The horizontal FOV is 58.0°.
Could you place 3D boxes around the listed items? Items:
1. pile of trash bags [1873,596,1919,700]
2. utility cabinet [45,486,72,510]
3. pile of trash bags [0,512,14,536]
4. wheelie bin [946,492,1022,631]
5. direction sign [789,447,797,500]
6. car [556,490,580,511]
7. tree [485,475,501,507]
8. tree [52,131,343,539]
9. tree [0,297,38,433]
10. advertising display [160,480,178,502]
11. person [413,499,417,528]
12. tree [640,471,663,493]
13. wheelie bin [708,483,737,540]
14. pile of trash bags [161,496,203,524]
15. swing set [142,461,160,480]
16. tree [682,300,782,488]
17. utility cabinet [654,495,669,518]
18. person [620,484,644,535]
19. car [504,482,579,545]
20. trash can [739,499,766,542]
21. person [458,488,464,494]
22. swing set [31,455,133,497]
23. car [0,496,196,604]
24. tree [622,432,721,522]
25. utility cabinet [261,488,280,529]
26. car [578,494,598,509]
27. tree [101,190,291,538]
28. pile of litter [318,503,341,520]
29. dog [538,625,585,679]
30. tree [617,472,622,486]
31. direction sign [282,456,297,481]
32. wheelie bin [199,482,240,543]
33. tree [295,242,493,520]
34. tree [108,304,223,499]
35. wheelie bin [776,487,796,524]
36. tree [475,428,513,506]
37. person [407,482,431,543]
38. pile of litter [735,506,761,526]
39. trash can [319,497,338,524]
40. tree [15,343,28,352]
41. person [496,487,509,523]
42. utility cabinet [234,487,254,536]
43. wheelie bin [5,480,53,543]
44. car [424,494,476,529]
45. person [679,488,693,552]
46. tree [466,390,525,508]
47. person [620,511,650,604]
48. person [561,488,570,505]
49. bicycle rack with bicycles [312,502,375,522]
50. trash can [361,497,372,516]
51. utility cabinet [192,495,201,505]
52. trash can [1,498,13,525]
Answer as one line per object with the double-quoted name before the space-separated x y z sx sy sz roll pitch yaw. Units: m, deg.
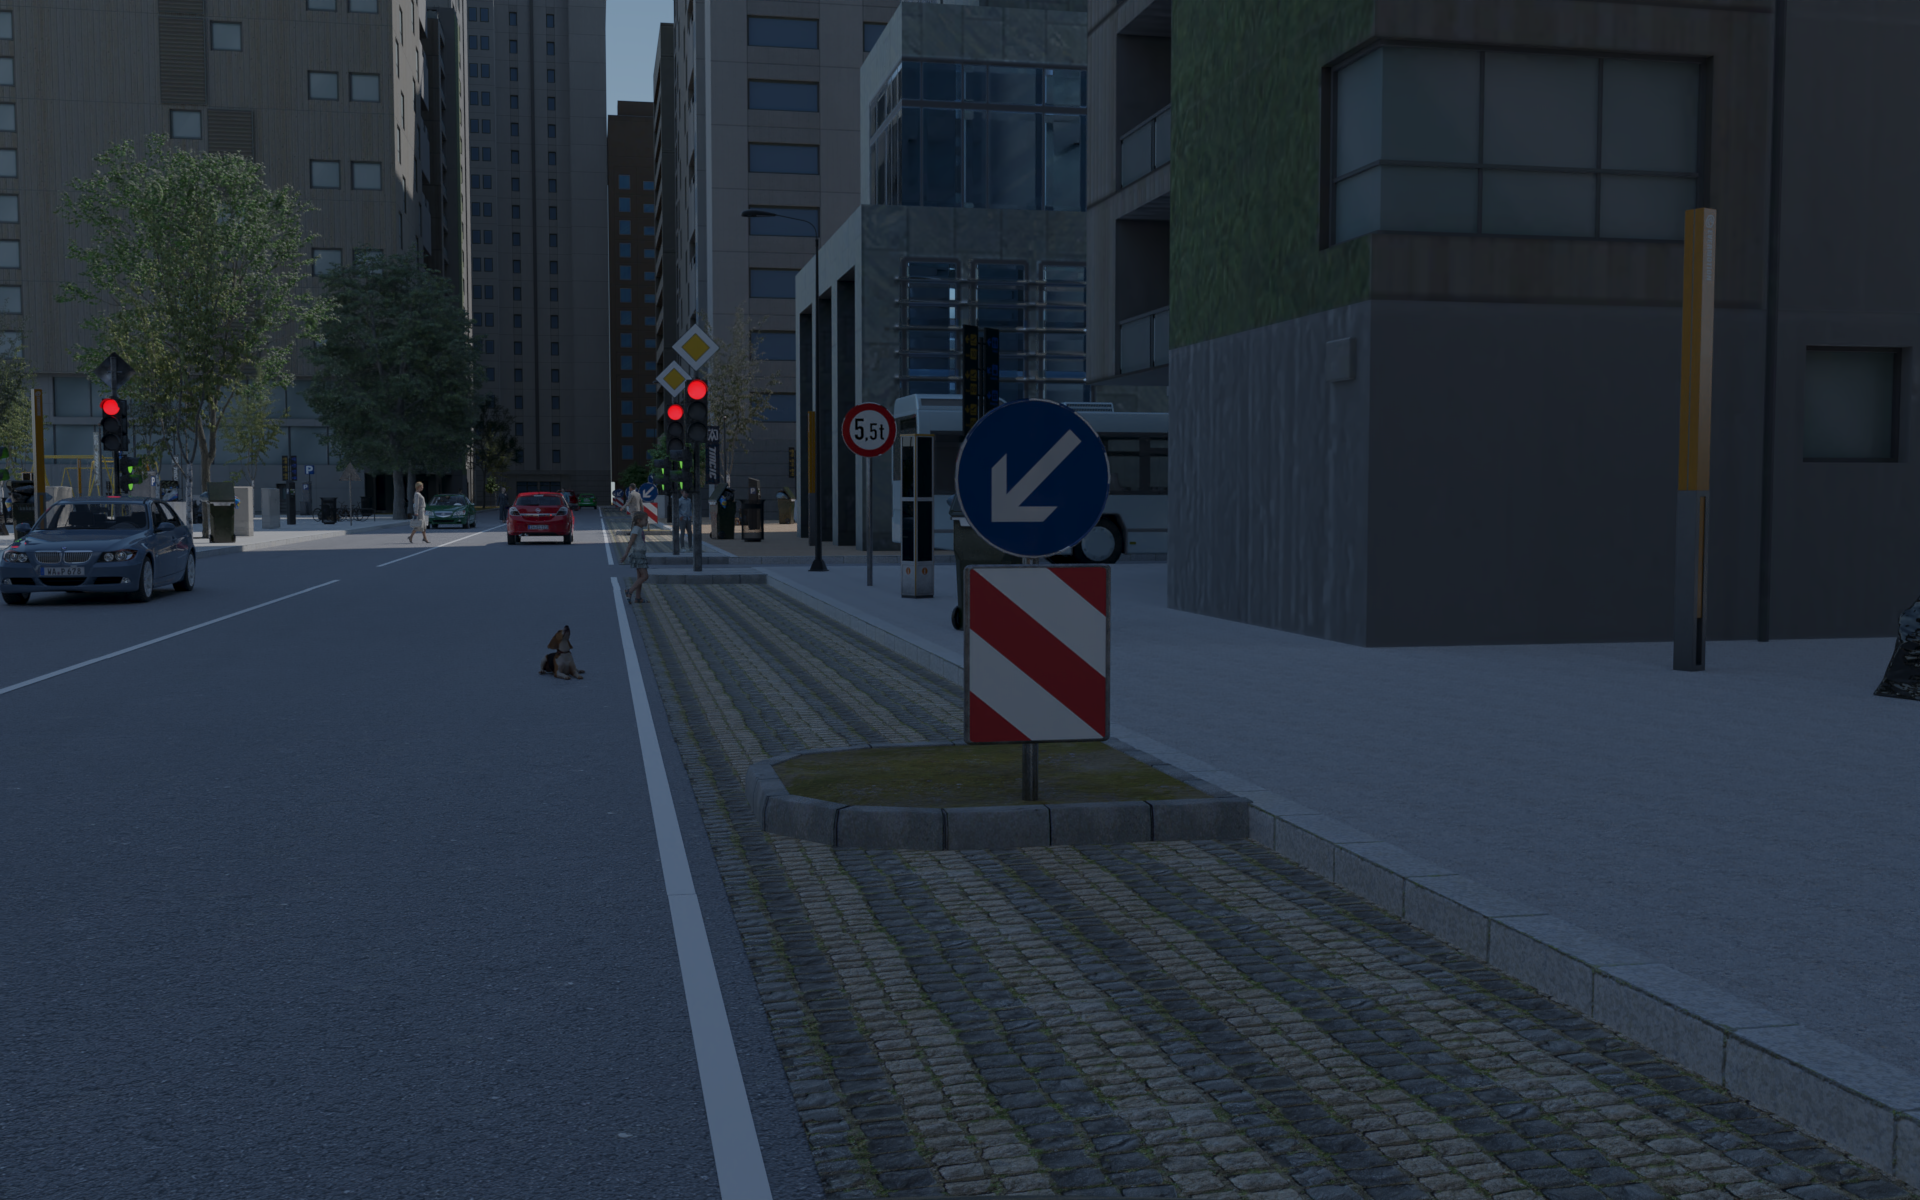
"pile of trash bags" 7.632 -0.090 11.220 3.447 1.369 1.912 -2 4 -34
"utility cabinet" -25.249 -2.438 48.534 0.318 1.500 1.173 0 4 -4
"pile of trash bags" -30.211 -2.673 53.464 1.912 1.369 3.447 1 4 21
"wheelie bin" 0.310 -0.514 16.304 0.980 1.594 0.693 2 4 29
"direction sign" -7.948 -5.622 83.920 0.379 3.537 0.876 3 5 44
"car" -33.650 -8.518 147.935 2.281 1.827 5.304 -1 4 -11
"tree" -46.500 -10.855 172.085 1.663 3.219 1.824 0 3 0
"tree" -21.688 -7.579 49.670 9.928 11.665 9.643 0 3 0
"tree" -36.354 -6.977 64.429 4.360 8.622 3.978 0 3 0
"advertising display" -37.077 -4.648 81.201 0.123 1.923 0.974 2 4 24
"person" -22.660 -3.603 72.099 0.352 1.250 0.332 3 5 42
"tree" -24.876 -8.825 138.897 1.663 3.219 1.824 0 3 0
"wheelie bin" -6.721 -2.519 49.096 0.693 1.594 0.980 -2 4 -31
"pile of trash bags" -33.574 -3.928 73.981 1.912 1.369 3.447 1 4 12
"swing set" -39.843 -5.188 82.445 3.119 2.851 2.862 -3 5 -42
"tree" -8.919 -7.103 66.494 4.360 8.622 3.978 0 3 0
"utility cabinet" -16.012 -4.998 92.886 1.020 1.237 0.306 3 5 45
"person" -11.124 -3.080 59.132 0.850 1.792 0.678 2 4 29
"car" -12.211 -2.536 50.512 2.155 1.783 4.494 -1 4 -11
"trash can" -5.555 -2.125 46.396 0.748 1.137 0.748 0 3 0
"person" -30.749 -5.998 106.905 0.599 1.781 0.374 -1 4 -13
"swing set" -37.202 -4.641 73.505 3.119 2.851 2.862 -1 4 -16
"car" -11.925 -0.745 24.189 2.014 1.417 4.499 -1 4 -13
"tree" -12.694 -5.855 79.436 4.285 4.588 4.351 0 3 0
"utility cabinet" -25.426 -3.379 63.927 0.318 1.500 1.173 0 4 -4
"car" -35.070 -9.428 162.939 1.959 1.807 4.718 -1 4 -11
"tree" -18.955 -5.628 42.380 4.737 8.622 4.395 0 3 0
"pile of litter" -31.535 -4.454 86.787 1.176 0.858 1.719 1 4 12
"dog" -3.101 0.395 13.734 0.550 0.427 0.748 1 4 16
"tree" -31.315 -11.251 167.668 4.285 4.588 4.351 0 3 0
"direction sign" -39.497 -6.734 102.090 0.876 3.537 0.379 0 4 3
"wheelie bin" -19.460 -2.300 45.520 0.980 1.594 0.693 -2 4 -30
"tree" -28.189 -10.991 86.350 9.857 13.997 8.962 0 3 0
"tree" -30.544 -7.075 66.031 4.360 8.622 3.978 0 3 0
"wheelie bin" -7.409 -4.019 73.620 0.693 1.594 0.980 1 4 13
"tree" -47.705 -13.907 177.737 4.737 8.622 4.395 0 3 0
"person" -15.773 -2.543 50.432 0.624 1.780 0.694 0 4 -1
"pile of litter" -8.921 -3.462 70.562 1.719 0.858 1.176 -1 4 -13
"trash can" -26.700 -3.770 73.289 0.748 1.137 0.748 0 3 0
"tree" -44.436 -7.923 79.905 4.737 8.622 4.395 0 3 0
"person" -22.729 -4.721 86.116 0.576 1.772 0.534 -3 4 -38
"utility cabinet" -21.759 -2.633 51.735 1.173 1.500 0.318 0 4 4
"wheelie bin" -21.521 -1.966 40.051 0.980 1.594 0.693 -2 4 -26
"car" -21.364 -3.715 72.539 2.131 1.459 4.920 -1 4 -10
"person" -6.799 -1.987 42.806 0.589 1.601 0.330 -3 5 -42
"tree" -42.345 -13.484 154.869 8.767 10.594 7.601 3 5 44
"person" -4.252 -0.561 22.683 0.382 1.210 0.505 0 4 -7
"person" -23.825 -5.876 104.599 0.660 1.820 0.620 1 4 17
"bicycle rack with bicycles" -28.872 -4.143 81.125 2.925 0.926 2.852 -3 5 -43
"trash can" -34.313 -5.413 100.154 0.748 1.137 0.748 0 3 0
"utility cabinet" -43.818 -5.445 100.192 1.020 1.237 0.306 -1 4 -16
"trash can" -39.444 -3.689 71.967 0.748 1.137 0.748 0 3 0
